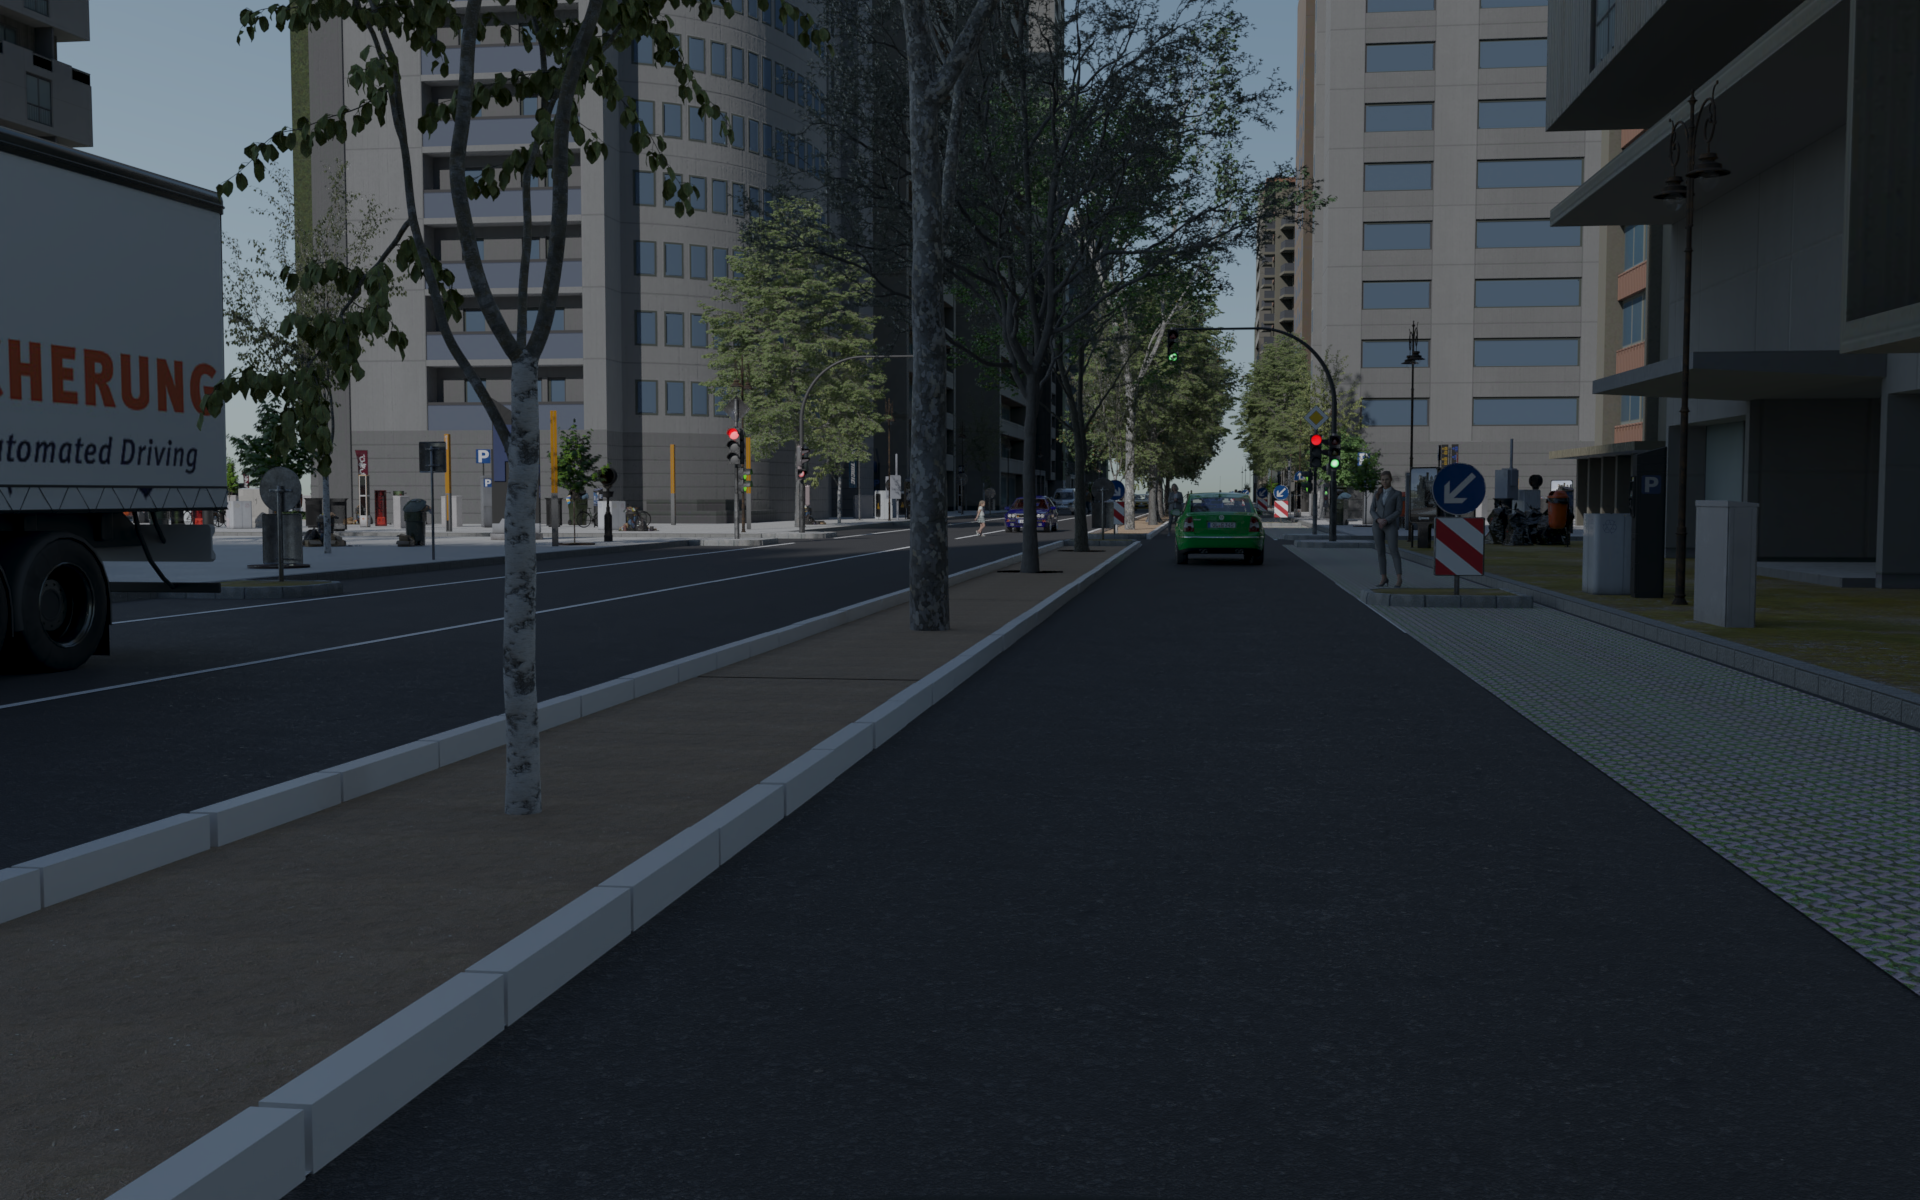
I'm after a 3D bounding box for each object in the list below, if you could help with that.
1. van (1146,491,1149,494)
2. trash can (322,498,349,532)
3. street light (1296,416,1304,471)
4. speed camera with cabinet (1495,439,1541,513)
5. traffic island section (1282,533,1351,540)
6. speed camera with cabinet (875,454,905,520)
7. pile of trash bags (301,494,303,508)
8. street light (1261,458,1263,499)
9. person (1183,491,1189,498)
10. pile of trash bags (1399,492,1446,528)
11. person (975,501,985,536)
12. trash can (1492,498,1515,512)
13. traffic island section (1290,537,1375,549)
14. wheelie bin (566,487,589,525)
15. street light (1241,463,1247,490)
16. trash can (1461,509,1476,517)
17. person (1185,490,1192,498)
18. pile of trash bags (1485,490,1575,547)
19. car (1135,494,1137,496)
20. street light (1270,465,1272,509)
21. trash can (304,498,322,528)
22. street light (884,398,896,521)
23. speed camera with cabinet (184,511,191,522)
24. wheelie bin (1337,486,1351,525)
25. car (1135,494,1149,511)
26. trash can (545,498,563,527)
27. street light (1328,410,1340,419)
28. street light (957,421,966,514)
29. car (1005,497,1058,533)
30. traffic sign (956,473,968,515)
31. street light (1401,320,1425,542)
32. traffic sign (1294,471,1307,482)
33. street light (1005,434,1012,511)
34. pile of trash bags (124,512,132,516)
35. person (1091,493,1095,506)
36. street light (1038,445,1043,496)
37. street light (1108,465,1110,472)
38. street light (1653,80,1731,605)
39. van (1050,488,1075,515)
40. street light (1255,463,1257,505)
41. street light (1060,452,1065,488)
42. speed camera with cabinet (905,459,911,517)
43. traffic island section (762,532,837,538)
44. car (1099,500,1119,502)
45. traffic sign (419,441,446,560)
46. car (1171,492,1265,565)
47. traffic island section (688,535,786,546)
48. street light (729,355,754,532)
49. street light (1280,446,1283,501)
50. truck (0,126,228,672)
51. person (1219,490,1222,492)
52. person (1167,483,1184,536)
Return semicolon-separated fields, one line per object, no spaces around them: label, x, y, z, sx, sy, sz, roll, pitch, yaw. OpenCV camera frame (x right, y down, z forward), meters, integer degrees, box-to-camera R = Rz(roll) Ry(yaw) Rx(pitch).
van;22.675;-12.116;205.102;2.013;2.044;4.112;0;4;7
trash can;-21.319;-2.915;59.319;0.748;1.137;0.748;0;3;0
street light;20.207;-7.963;102.980;0.468;5.910;1.993;1;4;8
speed camera with cabinet;20.121;-4.167;62.462;2.038;3.252;0.660;-3;4;-38
traffic island section;11.276;-1.999;54.962;2.009;0.180;2.903;1;4;8
speed camera with cabinet;-3.590;-5.607;86.013;0.660;3.252;2.038;-2;4;-25
pile of trash bags;-38.352;-5.768;104.054;3.447;1.369;1.912;-3;5;-42
street light;31.180;-12.595;178.708;0.468;5.910;1.993;1;4;8
person;24.139;-10.660;183.316;1.217;1.766;0.721;1;4;20
pile of trash bags;17.133;-3.356;64.626;1.912;1.369;3.447;3;4;36
person;0.674;-2.776;58.906;0.382;1.210;0.505;0;4;-4
trash can;19.071;-3.007;60.812;0.748;1.137;0.748;0;3;0
traffic island section;10.137;-1.515;47.058;2.009;0.180;2.903;1;4;8
wheelie bin;-15.622;-3.857;70.963;0.693;1.594;0.980;3;5;44
street light;43.023;-17.632;261.068;0.468;5.910;1.993;1;4;8
trash can;16.880;-2.819;57.747;0.748;1.137;0.748;0;3;0
person;22.935;-9.990;171.806;1.348;1.831;0.705;1;4;22
pile of trash bags;14.398;-2.047;43.225;1.912;1.369;3.447;0;4;-2
car;20.382;-12.048;205.785;1.959;1.807;4.718;1;4;9
street light;27.514;-11.022;153.001;0.468;5.910;1.993;1;4;8
trash can;-24.529;-3.309;65.750;0.748;1.137;0.748;0;3;0
street light;-3.402;-6.762;83.338;0.468;5.910;1.993;1;4;8
speed camera with cabinet;-35.703;-5.296;80.926;0.660;3.252;2.038;0;4;1
wheelie bin;15.611;-3.871;71.203;0.980;1.594;0.693;3;4;36
car;15.748;-8.490;149.037;2.015;1.641;3.980;1;4;10
trash can;-15.745;-3.397;67.189;0.748;1.137;0.748;0;3;0
street light;16.590;-6.374;77.008;0.468;5.910;1.993;1;4;8
street light;0.165;-8.333;109.025;0.468;5.910;1.993;1;4;8
car;2.723;-3.254;65.789;1.945;1.354;3.894;1;4;9
traffic sign;0.107;-6.482;106.080;0.768;2.556;0.104;1;4;15
street light;12.080;-4.496;46.298;0.468;5.910;1.993;1;4;8
traffic sign;18.956;-5.888;96.369;0.768;2.556;0.104;1;4;12
street light;3.717;-9.830;133.509;0.468;5.910;1.993;1;4;8
pile of trash bags;-53.017;-6.246;111.871;3.447;1.369;1.912;-1;4;-21
person;15.573;-11.921;203.043;1.348;1.869;0.705;1;4;10
street light;7.349;-11.373;158.730;0.468;5.910;1.993;1;4;8
street light;22.929;-17.954;266.339;0.468;5.910;1.993;1;4;8
street light;8.360;-2.884;19.937;0.468;5.910;1.993;1;4;8
van;7.258;-6.900;119.819;2.013;2.044;4.112;1;4;9
street light;34.780;-14.137;203.934;0.468;5.910;1.993;1;4;8
street light;10.918;-12.927;184.136;0.468;5.910;1.993;1;4;8
speed camera with cabinet;-3.059;-6.254;96.584;0.660;3.252;2.038;3;4;38
traffic island section;-5.245;-2.144;57.339;2.009;0.180;2.903;1;4;8
car;15.400;-10.170;178.634;2.083;1.381;4.827;1;4;10
traffic sign;-10.271;-1.933;33.730;0.606;2.300;0.079;1;4;18
car;5.449;-1.703;36.644;1.959;1.807;4.718;0;4;6
traffic island section;-6.384;-1.661;49.435;2.009;0.180;2.903;1;4;8
street light;-7.239;-5.196;57.737;0.468;5.910;1.993;1;4;8
street light;23.964;-9.529;128.592;0.468;5.910;1.993;1;4;8
truck;-8.805;-1.339;10.805;2.839;4.237;11.283;0;4;8
person;23.912;-9.204;159.004;0.705;1.821;1.348;0;4;-4
person;7.339;-3.073;58.925;0.537;1.800;0.526;1;4;16
